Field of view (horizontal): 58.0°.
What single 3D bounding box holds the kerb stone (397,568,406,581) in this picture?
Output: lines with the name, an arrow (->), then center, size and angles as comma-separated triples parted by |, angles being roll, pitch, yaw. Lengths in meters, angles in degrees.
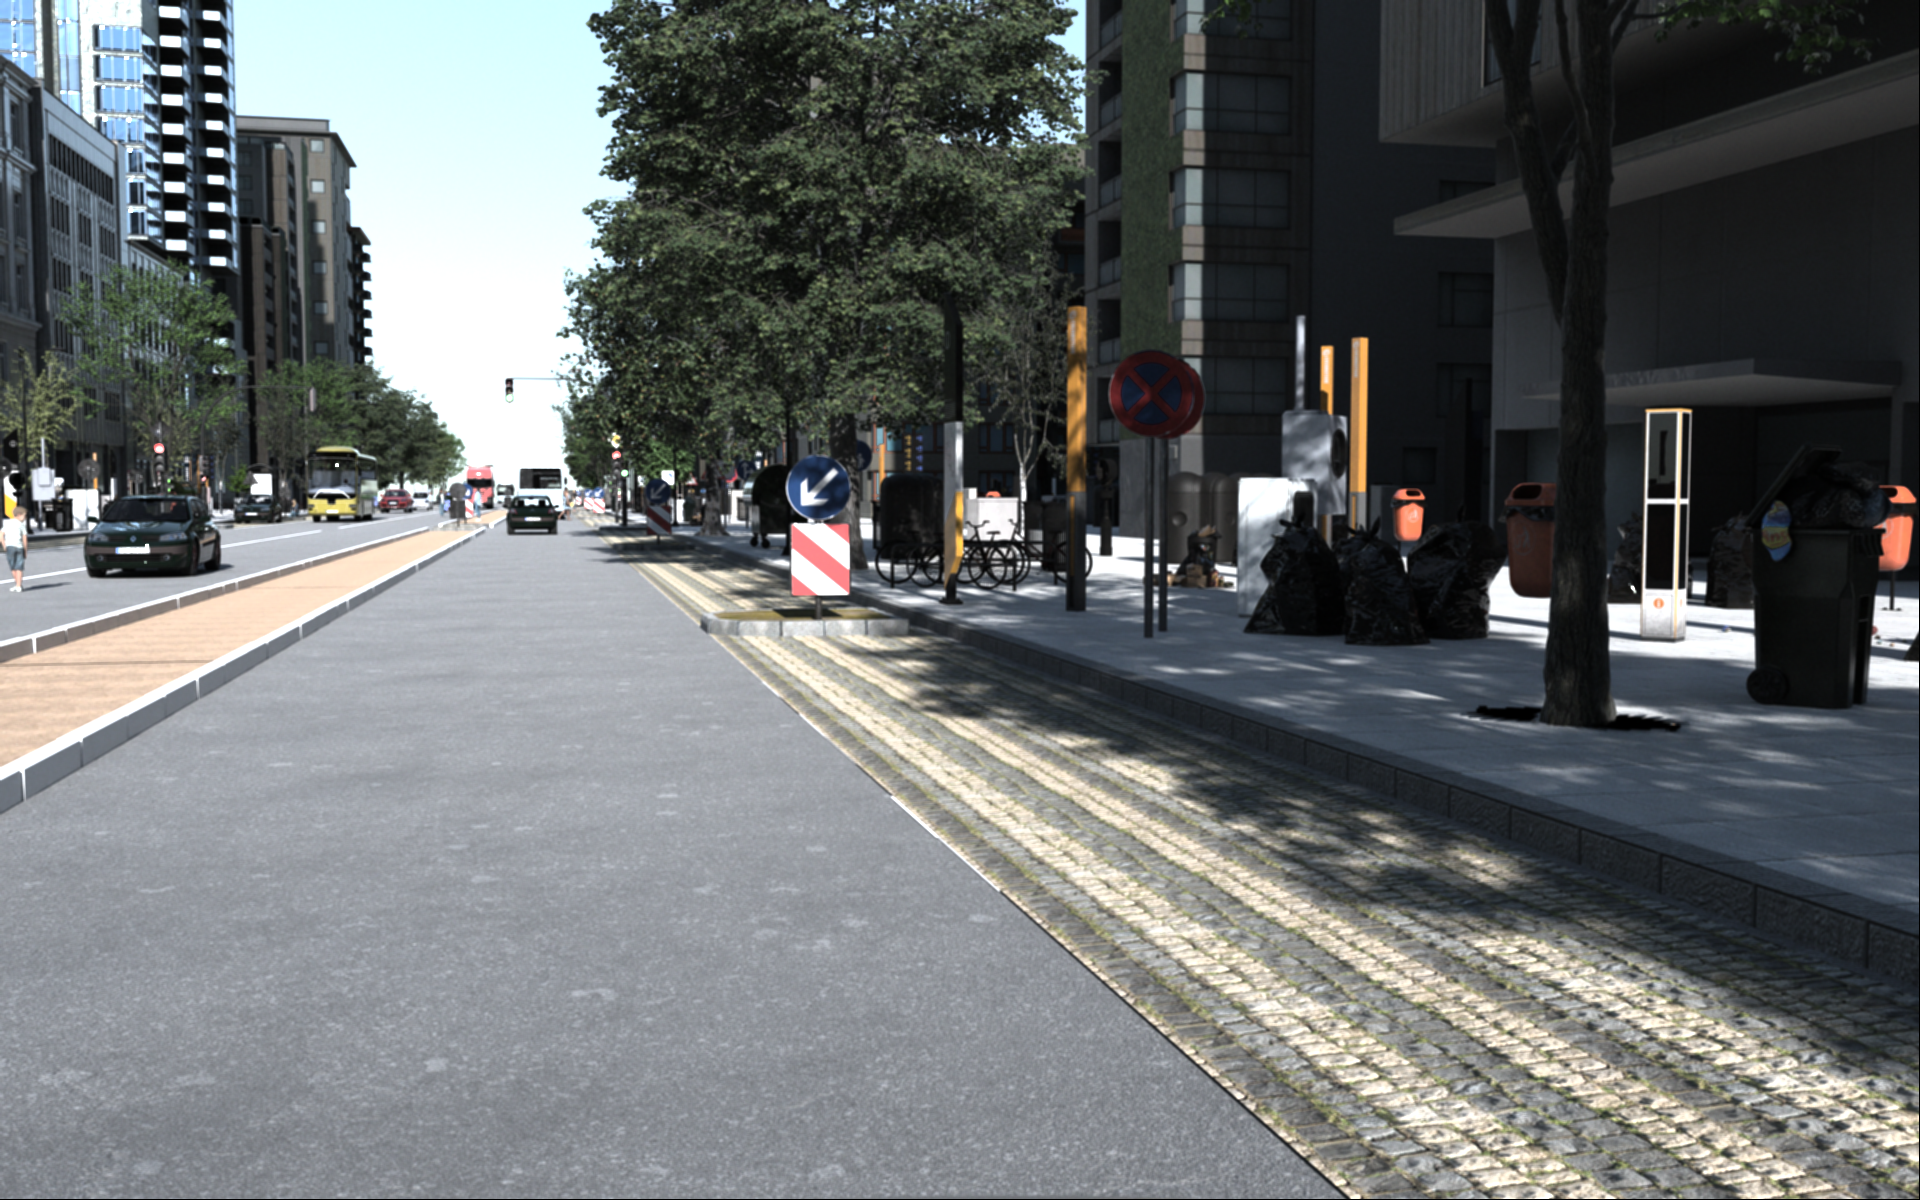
kerb stone -> -9.262, -0.386, 28.501 | 0.120, 0.150, 1.000 | -1, 4, -13

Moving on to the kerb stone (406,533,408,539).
kerb stone -> -17.669, -1.998, 54.904 | 0.120, 0.150, 1.000 | -1, 4, -13

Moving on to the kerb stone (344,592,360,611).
kerb stone -> -7.611, 0.041, 21.523 | 0.120, 0.150, 1.000 | -1, 4, -13

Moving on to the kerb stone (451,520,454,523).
kerb stone -> -23.696, -3.556, 80.388 | 0.120, 0.150, 1.000 | -1, 4, -13

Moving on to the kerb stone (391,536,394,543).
kerb stone -> -16.484, -1.695, 49.917 | 0.120, 0.150, 1.000 | -1, 4, -13

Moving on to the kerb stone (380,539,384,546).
kerb stone -> -15.779, -1.510, 46.905 | 0.120, 0.150, 1.000 | -1, 4, -13

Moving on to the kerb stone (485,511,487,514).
kerb stone -> -33.381, -6.061, 121.306 | 0.120, 0.150, 1.000 | -1, 4, -13

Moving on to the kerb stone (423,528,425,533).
kerb stone -> -19.325, -2.426, 61.901 | 0.120, 0.150, 1.000 | -1, 4, -13

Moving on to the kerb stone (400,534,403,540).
kerb stone -> -17.193, -1.873, 52.914 | 0.120, 0.150, 1.000 | -1, 4, -13

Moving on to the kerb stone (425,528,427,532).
kerb stone -> -19.556, -2.490, 62.907 | 0.120, 0.150, 1.000 | -1, 4, -13

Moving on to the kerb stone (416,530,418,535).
kerb stone -> -18.618, -2.245, 58.904 | 0.120, 0.150, 1.000 | -1, 4, -13

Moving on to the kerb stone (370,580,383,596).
kerb stone -> -8.315, -0.142, 24.512 | 0.120, 0.150, 1.000 | -1, 4, -13

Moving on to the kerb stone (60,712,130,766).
kerb stone -> -4.781, 0.773, 9.564 | 0.120, 0.150, 1.000 | -1, 4, -13

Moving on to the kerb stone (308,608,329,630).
kerb stone -> -6.908, 0.224, 18.537 | 0.120, 0.150, 1.000 | -1, 4, -13

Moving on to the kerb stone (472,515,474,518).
kerb stone -> -28.652, -4.835, 101.335 | 0.120, 0.150, 1.000 | -1, 4, -13

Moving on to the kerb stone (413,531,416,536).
kerb stone -> -18.382, -2.184, 57.901 | 0.120, 0.150, 1.000 | -1, 4, -13

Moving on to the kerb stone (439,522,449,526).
kerb stone -> -22.759, -3.315, 76.402 | 0.120, 0.150, 1.000 | -1, 4, -13

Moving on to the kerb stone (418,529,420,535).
kerb stone -> -18.854, -2.306, 59.911 | 0.120, 0.150, 1.000 | -1, 4, -13

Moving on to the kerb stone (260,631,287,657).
kerb stone -> -6.199, 0.412, 15.546 | 0.120, 0.150, 1.000 | -1, 4, -13

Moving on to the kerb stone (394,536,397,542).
kerb stone -> -16.731, -1.755, 50.917 | 0.120, 0.150, 1.000 | -1, 4, -13

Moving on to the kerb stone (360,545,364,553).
kerb stone -> -14.598, -1.206, 41.919 | 0.120, 0.150, 1.000 | -1, 4, -13

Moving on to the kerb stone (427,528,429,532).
kerb stone -> -19.800, -2.546, 63.900 | 0.120, 0.150, 1.000 | -1, 4, -13

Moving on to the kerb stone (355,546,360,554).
kerb stone -> -14.358, -1.145, 40.917 | 0.120, 0.150, 1.000 | -1, 4, -13

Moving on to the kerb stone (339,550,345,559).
kerb stone -> -13.650, -0.961, 37.916 | 0.120, 0.150, 1.000 | -1, 4, -13

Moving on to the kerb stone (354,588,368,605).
kerb stone -> -7.847, -0.020, 22.517 | 0.120, 0.150, 1.000 | -1, 4, -13

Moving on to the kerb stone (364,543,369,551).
kerb stone -> -14.831, -1.267, 42.915 | 0.120, 0.150, 1.000 | -1, 4, -13

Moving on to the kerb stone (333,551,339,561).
kerb stone -> -13.413, -0.899, 36.921 | 0.120, 0.150, 1.000 | -1, 4, -13

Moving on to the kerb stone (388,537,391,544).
kerb stone -> -16.245, -1.632, 48.900 | 0.120, 0.150, 1.000 | -1, 4, -13

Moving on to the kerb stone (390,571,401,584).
kerb stone -> -9.025, -0.324, 27.497 | 0.120, 0.150, 1.000 | -1, 4, -13

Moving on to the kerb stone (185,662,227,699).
kerb stone -> -5.487, 0.590, 12.551 | 0.120, 0.150, 1.000 | -1, 4, -13

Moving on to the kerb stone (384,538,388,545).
kerb stone -> -16.012, -1.572, 47.900 | 0.120, 0.150, 1.000 | -1, 4, -13

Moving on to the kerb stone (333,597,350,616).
kerb stone -> -7.382, 0.102, 20.527 | 0.120, 0.150, 1.000 | -1, 4, -13

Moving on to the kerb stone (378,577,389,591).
kerb stone -> -8.555, -0.200, 25.507 | 0.120, 0.150, 1.000 | -1, 4, -13

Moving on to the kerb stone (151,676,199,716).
kerb stone -> -5.257, 0.653, 11.555 | 0.120, 0.150, 1.000 | -1, 4, -13

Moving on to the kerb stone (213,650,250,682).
kerb stone -> -5.724, 0.529, 13.545 | 0.120, 0.150, 1.000 | -1, 4, -13

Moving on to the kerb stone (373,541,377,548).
kerb stone -> -15.309, -1.389, 44.910 | 0.120, 0.150, 1.000 | -1, 4, -13

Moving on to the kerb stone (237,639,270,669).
kerb stone -> -5.962, 0.468, 14.539 | 0.120, 0.150, 1.000 | -1, 4, -13

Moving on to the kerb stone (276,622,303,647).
kerb stone -> -6.437, 0.351, 16.540 | 0.120, 0.150, 1.000 | -1, 4, -13

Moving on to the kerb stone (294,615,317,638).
kerb stone -> -6.666, 0.287, 17.537 | 0.120, 0.150, 1.000 | -1, 4, -13

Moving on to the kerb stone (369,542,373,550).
kerb stone -> -15.073, -1.328, 43.908 | 0.120, 0.150, 1.000 | -1, 4, -13

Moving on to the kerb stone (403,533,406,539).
kerb stone -> -17.439, -1.939, 53.906 | 0.120, 0.150, 1.000 | -1, 4, -13

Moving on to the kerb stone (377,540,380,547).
kerb stone -> -15.546, -1.448, 45.907 | 0.120, 0.150, 1.000 | -1, 4, -13

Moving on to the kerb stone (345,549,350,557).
kerb stone -> -13.891, -1.020, 38.922 | 0.120, 0.150, 1.000 | -1, 4, -13

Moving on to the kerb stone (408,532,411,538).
kerb stone -> -17.909, -2.056, 55.903 | 0.120, 0.150, 1.000 | -1, 4, -13

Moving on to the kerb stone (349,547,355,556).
kerb stone -> -14.126, -1.084, 39.917 | 0.120, 0.150, 1.000 | -1, 4, -13

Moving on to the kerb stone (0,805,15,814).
kerb stone -> -4.316, 0.895, 7.566 | 0.120, 0.150, 1.000 | -1, 4, -13

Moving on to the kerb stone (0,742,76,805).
kerb stone -> -4.547, 0.838, 8.569 | 0.120, 0.150, 1.000 | -1, 4, -13

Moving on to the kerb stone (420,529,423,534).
kerb stone -> -19.089, -2.368, 60.906 | 0.120, 0.150, 1.000 | -1, 4, -13

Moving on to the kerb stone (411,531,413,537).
kerb stone -> -18.144, -2.118, 56.907 | 0.120, 0.150, 1.000 | -1, 4, -13

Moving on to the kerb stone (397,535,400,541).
kerb stone -> -16.961, -1.818, 51.916 | 0.120, 0.150, 1.000 | -1, 4, -13

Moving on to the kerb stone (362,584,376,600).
kerb stone -> -8.082, -0.081, 23.514 | 0.120, 0.150, 1.000 | -1, 4, -13

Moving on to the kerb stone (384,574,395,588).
kerb stone -> -8.791, -0.263, 26.502 | 0.120, 0.150, 1.000 | -1, 4, -13

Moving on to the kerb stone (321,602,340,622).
kerb stone -> -7.148, 0.163, 19.531 | 0.120, 0.150, 1.000 | -1, 4, -13

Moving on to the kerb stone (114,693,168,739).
kerb stone -> -5.019, 0.716, 10.558 | 0.120, 0.150, 1.000 | -1, 4, -13
